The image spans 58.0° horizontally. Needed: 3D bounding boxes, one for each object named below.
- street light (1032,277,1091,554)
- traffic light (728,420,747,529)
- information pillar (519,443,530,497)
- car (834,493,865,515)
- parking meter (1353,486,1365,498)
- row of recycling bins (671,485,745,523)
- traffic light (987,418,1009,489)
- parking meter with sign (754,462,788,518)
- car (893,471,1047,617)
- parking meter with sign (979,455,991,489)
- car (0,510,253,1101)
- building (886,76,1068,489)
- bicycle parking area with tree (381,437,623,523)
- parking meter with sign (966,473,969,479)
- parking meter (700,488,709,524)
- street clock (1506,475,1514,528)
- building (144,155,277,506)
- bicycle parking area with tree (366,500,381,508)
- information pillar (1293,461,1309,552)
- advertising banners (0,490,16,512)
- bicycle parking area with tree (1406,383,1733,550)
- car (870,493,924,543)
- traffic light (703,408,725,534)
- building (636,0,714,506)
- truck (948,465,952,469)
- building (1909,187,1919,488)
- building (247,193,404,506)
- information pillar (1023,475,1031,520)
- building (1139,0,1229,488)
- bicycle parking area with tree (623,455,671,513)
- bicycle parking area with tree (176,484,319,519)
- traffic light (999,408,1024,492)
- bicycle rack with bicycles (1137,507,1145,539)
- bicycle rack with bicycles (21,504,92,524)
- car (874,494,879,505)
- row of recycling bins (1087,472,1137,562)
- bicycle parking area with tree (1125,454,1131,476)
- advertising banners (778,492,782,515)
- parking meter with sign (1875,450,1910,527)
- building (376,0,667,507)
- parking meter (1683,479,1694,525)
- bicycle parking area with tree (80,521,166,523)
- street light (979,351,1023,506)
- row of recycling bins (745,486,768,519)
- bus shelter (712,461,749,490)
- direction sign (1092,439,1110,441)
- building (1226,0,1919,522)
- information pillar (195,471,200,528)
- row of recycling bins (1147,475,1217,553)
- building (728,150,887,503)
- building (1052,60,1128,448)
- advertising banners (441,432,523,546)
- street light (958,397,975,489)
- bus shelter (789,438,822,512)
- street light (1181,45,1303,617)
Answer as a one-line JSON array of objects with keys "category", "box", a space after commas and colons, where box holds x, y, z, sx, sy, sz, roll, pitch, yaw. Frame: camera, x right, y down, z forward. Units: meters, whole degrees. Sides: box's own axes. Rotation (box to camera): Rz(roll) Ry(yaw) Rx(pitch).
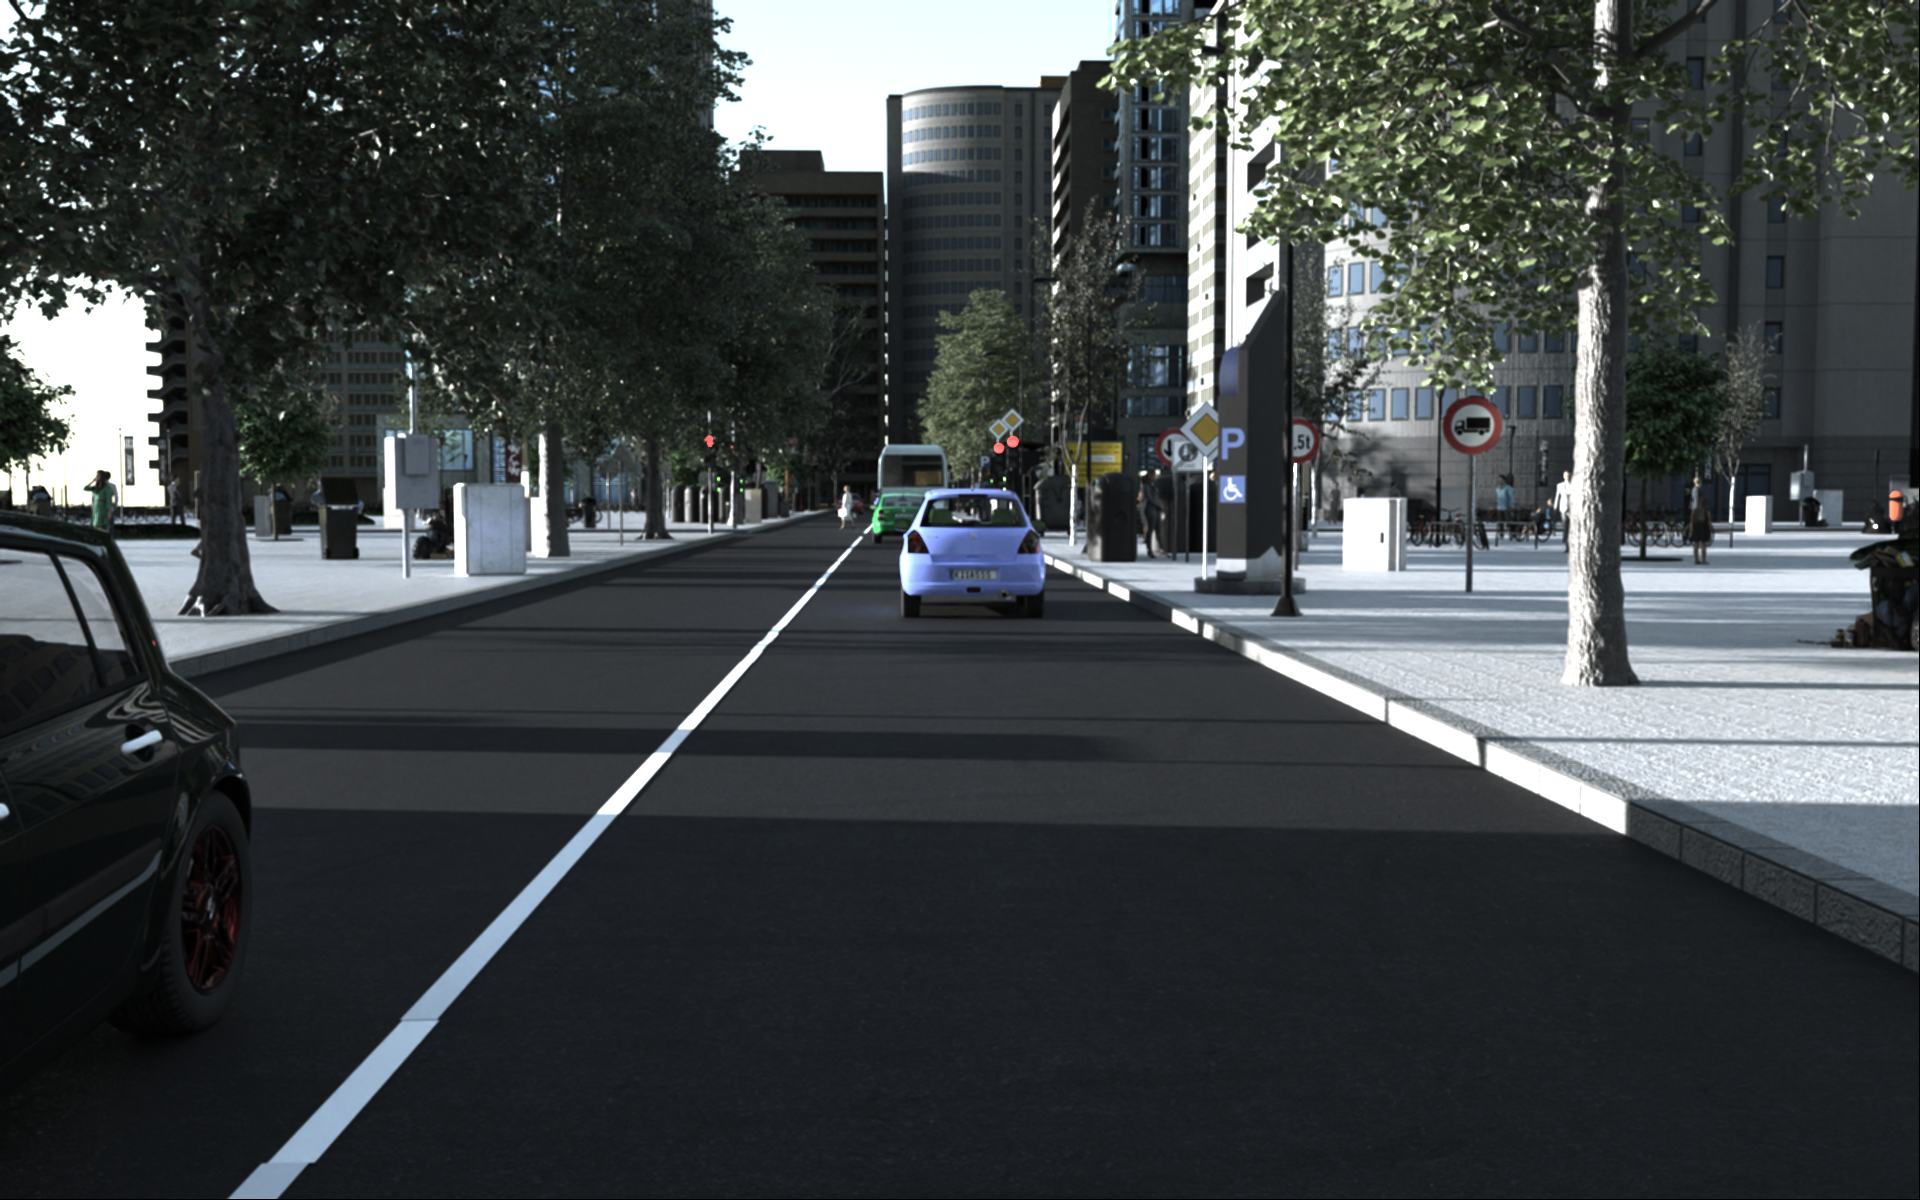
[{"category": "street light", "box": [2.234, -3.955, 37.201, 1.470, 5.913, 1.316, 0, 4, -2]}, {"category": "traffic light", "box": [-8.339, -4.603, 64.178, 0.839, 4.253, 0.868, 0, 4, -2]}, {"category": "information pillar", "box": [-16.329, -4.498, 64.890, 0.504, 3.616, 0.183, 2, 4, 31]}, {"category": "car", "box": [-7.643, -6.799, 120.204, 2.155, 1.783, 4.494, 0, 4, -1]}, {"category": "parking meter", "box": [13.220, -2.997, 57.416, 0.372, 1.533, 0.369, 0, 3, 0]}, {"category": "row of recycling bins", "box": [-11.538, -4.324, 77.810, 3.534, 1.692, 1.069, 2, 4, 29]}, {"category": "traffic light", "box": [1.416, -4.624, 64.526, 0.839, 4.253, 0.868, 0, 4, -2]}, {"category": "parking meter with sign", "box": [-10.726, -6.262, 98.646, 1.738, 3.016, 0.543, 1, 4, 10]}, {"category": "car", "box": [0.128, -0.726, 21.462, 1.945, 1.707, 3.694, 0, 4, -1]}, {"category": "parking meter with sign", "box": [1.202, -5.058, 78.951, 0.543, 3.016, 1.738, 0, 4, 5]}, {"category": "car", "box": [-2.744, 0.402, 3.209, 2.009, 1.686, 4.222, 0, 4, -4]}, {"category": "building", "box": [3.656, -43.116, 246.951, 28.212, 58.520, 21.231, 0, 4, -2]}, {"category": "bicycle parking area with tree", "box": [-20.472, -5.596, 78.498, 9.016, 4.147, 8.231, 0, 4, -4]}, {"category": "parking meter with sign", "box": [1.401, -8.738, 139.122, 1.738, 3.016, 0.543, -2, 4, -25]}, {"category": "parking meter", "box": [-11.140, -4.106, 75.541, 0.372, 1.533, 0.369, 0, 3, 0]}, {"category": "street clock", "box": [20.486, -3.670, 64.581, 0.358, 2.002, 0.471, 2, 4, 25]}, {"category": "building", "box": [-79.880, -33.090, 191.139, 14.200, 45.320, 14.600, 0, 4, -2]}, {"category": "bicycle parking area with tree", "box": [-38.193, -8.572, 127.157, 9.016, 4.147, 8.231, -3, 5, -43]}, {"category": "information pillar", "box": [7.600, -2.097, 38.775, 0.304, 2.012, 0.304, 3, 5, 43]}, {"category": "advertising banners", "box": [-30.667, -3.545, 54.154, 2.074, 3.025, 0.090, -1, 4, -10]}, {"category": "bicycle parking area with tree", "box": [14.424, -3.451, 43.429, 8.231, 4.147, 9.016, 0, 4, 0]}, {"category": "car", "box": [-1.707, -2.626, 51.728, 1.959, 1.807, 4.718, 0, 4, -2]}, {"category": "traffic light", "box": [-8.066, -4.115, 56.198, 0.839, 4.253, 0.868, 0, 4, -2]}, {"category": "building", "box": [-37.926, -45.895, 188.631, 20.611, 71.187, 20.563, 0, 4, -2]}, {"category": "truck", "box": [-2.024, -5.309, 82.734, 3.469, 3.379, 9.791, 0, 4, -2]}, {"category": "building", "box": [61.712, -39.748, 88.127, 20.611, 71.187, 20.563, 0, 4, -2]}, {"category": "building", "box": [-60.128, -30.051, 183.219, 23.993, 40.220, 32.217, 0, 4, -2]}, {"category": "information pillar", "box": [2.474, -3.739, 65.621, 0.304, 2.012, 0.304, -1, 4, -23]}, {"category": "building", "box": [30.132, -26.693, 128.310, 32.217, 40.220, 23.993, 0, 4, -2]}, {"category": "bicycle parking area with tree", "box": [-24.133, -8.164, 120.489, 9.016, 4.147, 8.231, 3, 4, 37]}, {"category": "bicycle parking area with tree", "box": [-38.808, -6.551, 94.115, 9.016, 4.147, 8.231, 1, 4, 11]}, {"category": "traffic light", "box": [1.689, -4.136, 56.546, 0.839, 4.253, 0.868, 0, 4, -2]}, {"category": "bicycle rack with bicycles", "box": [6.104, -2.224, 49.746, 2.852, 0.926, 2.925, 1, 4, 13]}, {"category": "bicycle rack with bicycles", "box": [-34.496, -3.202, 65.729, 2.852, 0.926, 2.925, 1, 4, 12]}, {"category": "car", "box": [-9.798, -12.515, 214.217, 1.945, 1.707, 3.694, 0, 4, -4]}, {"category": "row of recycling bins", "box": [3.025, -1.657, 34.209, 1.069, 1.692, 3.534, 0, 4, 3]}, {"category": "bicycle parking area with tree", "box": [9.424, -8.328, 123.162, 8.231, 4.147, 9.016, 0, 4, 1]}, {"category": "advertising banners", "box": [-11.689, -6.670, 105.234, 2.074, 3.025, 0.090, 2, 4, 30]}, {"category": "parking meter with sign", "box": [36.866, -4.383, 67.923, 1.738, 3.016, 0.543, 2, 4, 25]}, {"category": "building", "box": [-37.474, -51.354, 152.307, 22.319, 86.520, 31.000, 0, 4, -2]}, {"category": "parking meter", "box": [28.945, -3.858, 68.786, 0.255, 1.863, 0.399, 3, 5, 45]}, {"category": "bicycle parking area with tree", "box": [-40.702, -5.564, 77.982, 9.016, 4.147, 8.231, -2, 4, -26]}, {"category": "street light", "box": [1.463, -5.137, 56.525, 1.470, 5.913, 1.316, 0, 4, -2]}, {"category": "row of recycling bins", "box": [-11.016, -4.963, 88.261, 1.069, 1.692, 3.534, 2, 4, 28]}, {"category": "bus shelter", "box": [-14.172, -7.751, 104.354, 2.179, 5.291, 8.768, 0, 4, -2]}, {"category": "direction sign", "box": [5.862, -4.892, 71.981, 0.876, 3.537, 0.379, 3, 5, 39]}, {"category": "building", "box": [29.300, -33.393, 87.981, 28.212, 58.520, 21.231, 0, 4, -2]}, {"category": "information pillar", "box": [-24.369, -3.135, 55.744, 0.304, 2.012, 0.304, 1, 4, 12]}, {"category": "row of recycling bins", "box": [5.652, -1.919, 38.482, 3.534, 1.692, 1.069, -2, 4, -35]}, {"category": "building", "box": [-21.242, -38.098, 246.602, 21.600, 48.544, 21.300, 0, 4, -2]}, {"category": "building", "box": [21.742, -34.709, 191.186, 21.300, 48.544, 21.600, 0, 4, -2]}, {"category": "advertising banners", "box": [-11.872, -2.876, 43.211, 2.074, 3.025, 0.090, -1, 4, -18]}, {"category": "street light", "box": [0.750, -6.739, 82.729, 1.470, 5.913, 1.316, 0, 4, -2]}, {"category": "bus shelter", "box": [-11.377, -9.129, 126.897, 2.179, 5.291, 8.768, 0, 4, -2]}, {"category": "street light", "box": [2.901, -2.784, 18.065, 1.470, 5.913, 1.316, 0, 4, -2]}]
